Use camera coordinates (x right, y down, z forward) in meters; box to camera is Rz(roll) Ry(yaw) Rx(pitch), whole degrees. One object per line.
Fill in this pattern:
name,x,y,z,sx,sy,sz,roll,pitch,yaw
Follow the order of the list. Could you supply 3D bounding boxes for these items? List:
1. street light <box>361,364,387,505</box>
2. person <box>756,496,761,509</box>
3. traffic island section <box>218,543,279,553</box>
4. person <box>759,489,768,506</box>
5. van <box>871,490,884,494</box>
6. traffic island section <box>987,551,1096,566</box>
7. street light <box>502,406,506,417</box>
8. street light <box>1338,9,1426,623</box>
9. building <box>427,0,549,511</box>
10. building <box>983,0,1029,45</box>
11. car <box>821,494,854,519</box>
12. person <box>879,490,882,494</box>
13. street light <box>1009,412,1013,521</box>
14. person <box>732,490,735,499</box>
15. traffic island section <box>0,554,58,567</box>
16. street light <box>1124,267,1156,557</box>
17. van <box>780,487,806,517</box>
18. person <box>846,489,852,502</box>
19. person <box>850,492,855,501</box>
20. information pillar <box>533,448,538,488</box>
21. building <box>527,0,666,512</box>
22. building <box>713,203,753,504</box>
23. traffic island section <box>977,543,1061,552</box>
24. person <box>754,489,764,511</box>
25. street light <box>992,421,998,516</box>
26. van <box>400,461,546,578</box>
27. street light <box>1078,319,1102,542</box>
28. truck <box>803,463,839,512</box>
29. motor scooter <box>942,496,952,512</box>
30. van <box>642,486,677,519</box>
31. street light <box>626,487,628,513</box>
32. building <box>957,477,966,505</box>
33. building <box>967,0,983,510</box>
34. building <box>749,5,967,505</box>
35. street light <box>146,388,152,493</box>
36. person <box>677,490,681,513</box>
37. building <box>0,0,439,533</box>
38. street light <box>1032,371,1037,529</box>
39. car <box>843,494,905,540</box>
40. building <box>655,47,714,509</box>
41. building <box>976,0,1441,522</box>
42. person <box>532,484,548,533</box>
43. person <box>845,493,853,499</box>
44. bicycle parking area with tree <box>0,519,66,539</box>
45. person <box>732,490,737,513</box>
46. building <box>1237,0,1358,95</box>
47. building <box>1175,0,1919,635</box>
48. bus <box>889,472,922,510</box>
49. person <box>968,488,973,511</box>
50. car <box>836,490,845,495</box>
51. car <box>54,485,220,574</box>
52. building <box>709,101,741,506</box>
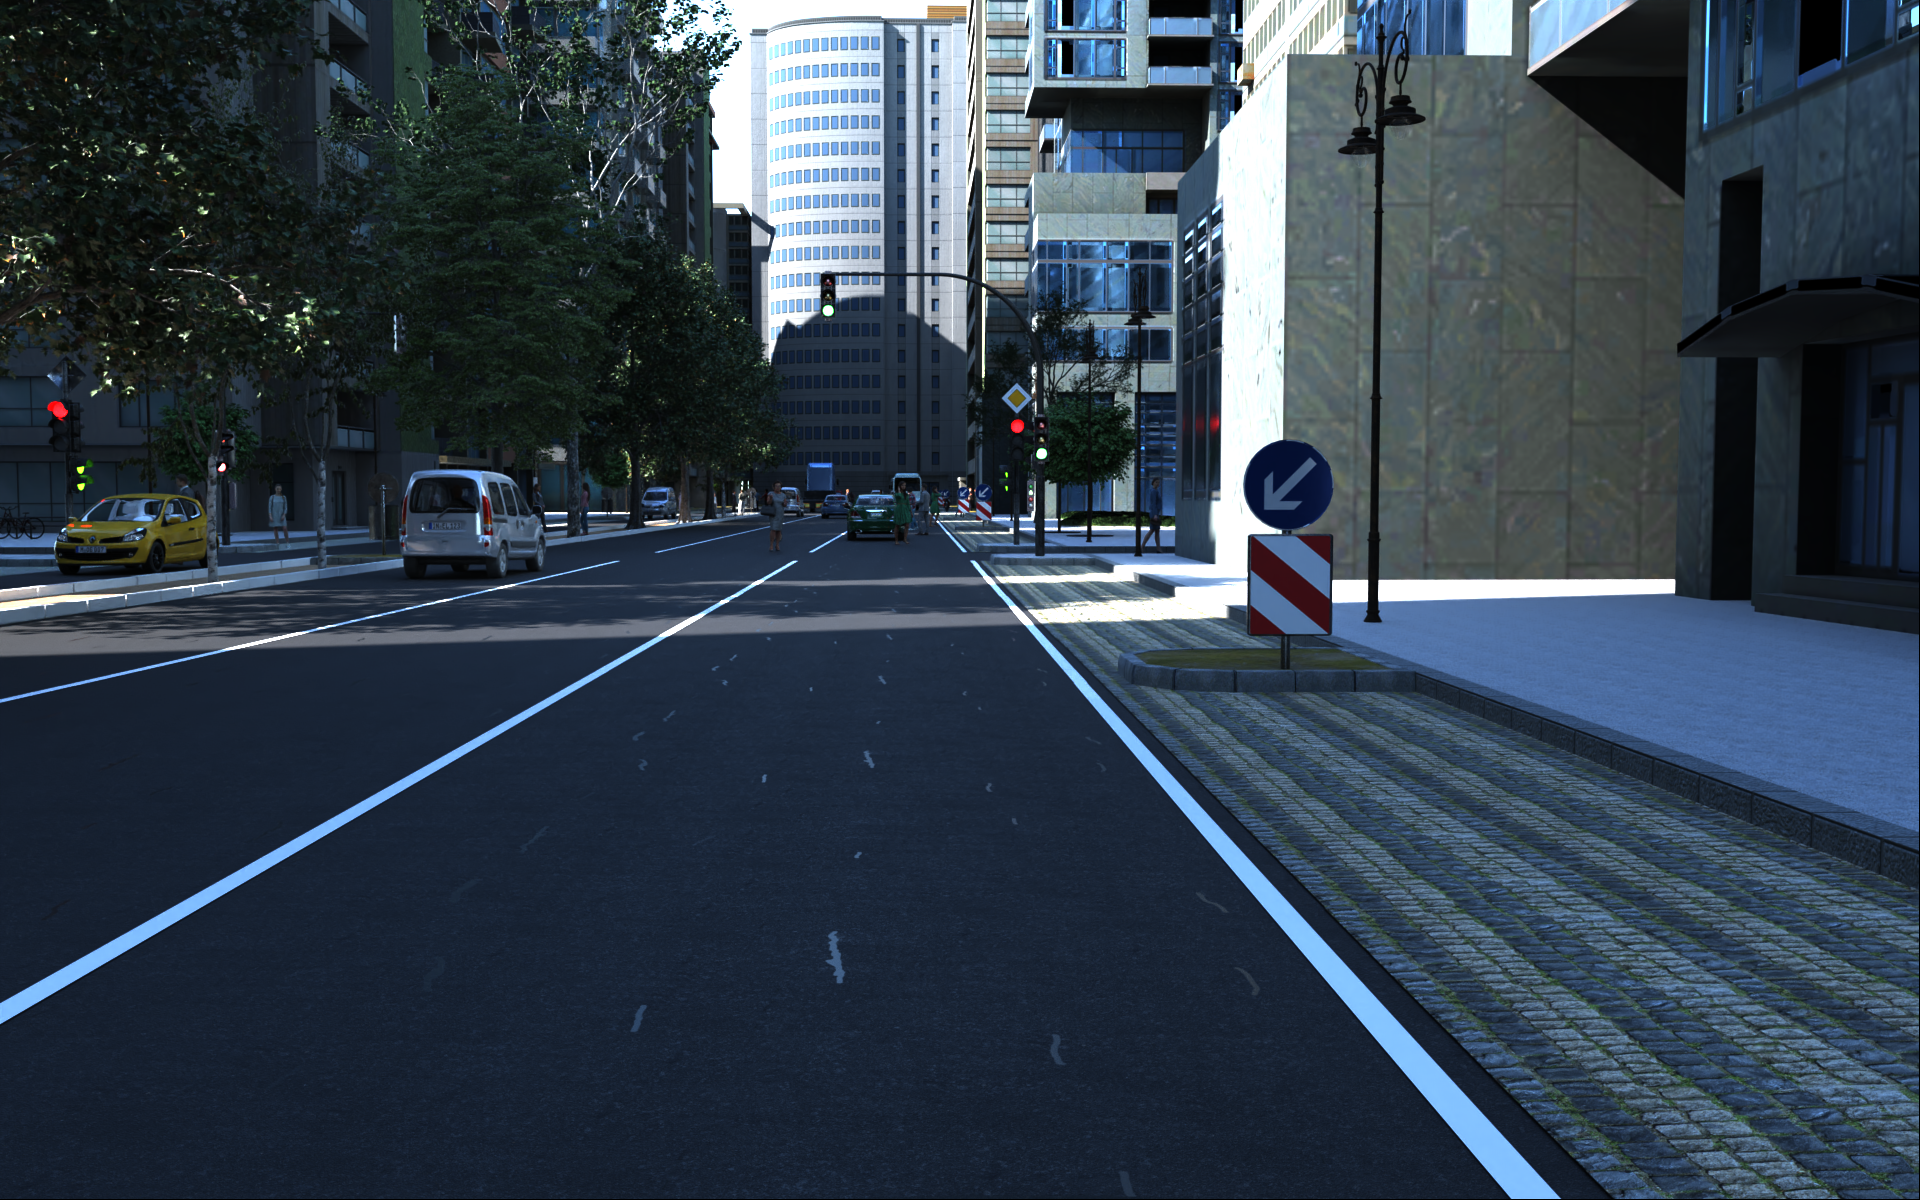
street light,-20.851,-5.442,61.771,0.468,5.910,1.993,0,4,-2
person,-19.865,-9.736,168.408,1.217,1.735,0.721,-2,4,-29
traffic island section,-18.381,-1.288,43.337,2.009,0.180,2.903,0,4,-2
person,-15.185,-7.789,135.808,0.705,1.831,1.348,3,5,40
van,-9.110,-11.224,190.519,2.013,2.044,4.112,0,4,-3
traffic island section,1.668,-0.832,35.882,2.009,0.180,2.903,0,4,-2
street light,-21.361,-6.582,80.399,0.468,5.910,1.993,0,4,-2
street light,4.141,-2.716,17.194,0.468,5.910,1.993,0,4,-2
building,-34.104,-26.669,90.665,22.147,44.769,28.867,0,4,-2
building,8.594,-27.099,126.656,14.154,41.232,14.086,0,4,-2
car,-7.217,-5.519,102.233,2.014,1.417,4.499,0,4,0
person,-5.653,-7.082,125.012,1.217,1.735,0.721,2,4,24
street light,2.466,-6.717,82.616,0.468,5.910,1.993,0,4,-2
person,-25.620,-11.544,195.509,0.721,1.735,1.217,0,4,-6
traffic island section,-18.166,-0.800,35.354,2.009,0.180,2.903,0,4,-2
street light,3.666,-3.833,35.457,0.468,5.910,1.993,0,4,-2
van,-10.783,-6.259,109.339,2.013,2.044,4.112,0,4,-1
person,-7.782,-6.858,121.178,0.434,1.755,0.990,1,4,12
person,-10.514,-9.721,168.908,0.415,1.643,0.593,3,5,40
information pillar,-20.926,-5.752,85.398,0.183,3.616,0.504,0,4,0
building,-34.762,-31.369,132.485,23.786,49.044,30.456,0,4,-2
building,-37.467,-32.147,217.485,23.993,40.220,32.217,0,4,-2
traffic island section,1.453,-1.320,43.864,2.009,0.180,2.903,0,4,-2
person,-17.231,-8.437,146.426,1.348,1.826,0.705,-1,4,-22
street light,1.952,-7.816,100.585,0.468,5.910,1.993,0,4,-2
van,-8.592,-1.457,30.836,2.013,2.044,4.112,0,3,0
street light,3.436,-4.475,45.956,0.468,5.910,1.993,0,4,-2
truck,-11.793,-9.414,143.675,2.967,4.110,18.799,0,4,-2
motor scooter,-1.058,-7.785,140.059,0.815,1.314,1.986,0,4,0
van,-17.338,-5.650,99.388,2.013,2.044,4.112,0,4,0
street light,-22.392,-8.774,116.238,0.468,5.910,1.993,0,4,-2
building,15.946,-30.045,183.116,32.217,40.220,23.993,0,4,-2
building,11.551,-31.877,144.887,21.300,48.544,21.600,0,4,-2
building,-11.143,-41.027,212.790,28.212,58.520,21.231,0,4,-2
street light,-20.420,-4.331,43.593,0.468,5.910,1.993,0,4,-2
person,-21.257,-7.511,131.966,0.621,1.740,0.551,1,4,9
building,-27.768,-23.114,61.511,14.154,41.232,14.086,0,4,-2
street light,2.839,-5.571,63.873,0.468,5.910,1.993,0,4,-2
car,-2.649,-2.641,54.978,2.131,1.459,4.920,0,4,-3
building,-30.079,-28.839,155.107,14.154,41.232,14.086,0,4,-2
building,12.686,-48.273,101.932,22.319,86.520,31.000,0,4,-2
person,-14.295,-3.083,59.187,0.573,1.790,0.520,0,4,1
person,-10.565,-9.411,162.506,1.348,1.807,0.705,2,4,29
bicycle parking area with tree,-29.766,-3.720,47.828,9.016,4.147,8.231,1,4,21
person,-16.215,-7.064,124.799,0.445,1.727,0.742,-2,4,-24
building,23.125,-22.483,59.473,23.993,40.220,32.217,0,4,-2
building,16.071,-43.167,18.449,22.319,86.520,31.000,0,4,-2
bus,-5.055,-10.128,160.458,2.948,3.499,13.247,0,4,-3
person,0.875,-7.581,130.520,0.617,1.759,0.750,-2,4,-35
car,-13.336,-10.800,185.257,2.281,1.827,5.304,0,4,-3
car,-15.336,-1.352,32.329,2.015,1.641,3.980,0,4,-2
building,-38.775,-32.264,182.137,28.867,44.769,22.147,0,4,-2
